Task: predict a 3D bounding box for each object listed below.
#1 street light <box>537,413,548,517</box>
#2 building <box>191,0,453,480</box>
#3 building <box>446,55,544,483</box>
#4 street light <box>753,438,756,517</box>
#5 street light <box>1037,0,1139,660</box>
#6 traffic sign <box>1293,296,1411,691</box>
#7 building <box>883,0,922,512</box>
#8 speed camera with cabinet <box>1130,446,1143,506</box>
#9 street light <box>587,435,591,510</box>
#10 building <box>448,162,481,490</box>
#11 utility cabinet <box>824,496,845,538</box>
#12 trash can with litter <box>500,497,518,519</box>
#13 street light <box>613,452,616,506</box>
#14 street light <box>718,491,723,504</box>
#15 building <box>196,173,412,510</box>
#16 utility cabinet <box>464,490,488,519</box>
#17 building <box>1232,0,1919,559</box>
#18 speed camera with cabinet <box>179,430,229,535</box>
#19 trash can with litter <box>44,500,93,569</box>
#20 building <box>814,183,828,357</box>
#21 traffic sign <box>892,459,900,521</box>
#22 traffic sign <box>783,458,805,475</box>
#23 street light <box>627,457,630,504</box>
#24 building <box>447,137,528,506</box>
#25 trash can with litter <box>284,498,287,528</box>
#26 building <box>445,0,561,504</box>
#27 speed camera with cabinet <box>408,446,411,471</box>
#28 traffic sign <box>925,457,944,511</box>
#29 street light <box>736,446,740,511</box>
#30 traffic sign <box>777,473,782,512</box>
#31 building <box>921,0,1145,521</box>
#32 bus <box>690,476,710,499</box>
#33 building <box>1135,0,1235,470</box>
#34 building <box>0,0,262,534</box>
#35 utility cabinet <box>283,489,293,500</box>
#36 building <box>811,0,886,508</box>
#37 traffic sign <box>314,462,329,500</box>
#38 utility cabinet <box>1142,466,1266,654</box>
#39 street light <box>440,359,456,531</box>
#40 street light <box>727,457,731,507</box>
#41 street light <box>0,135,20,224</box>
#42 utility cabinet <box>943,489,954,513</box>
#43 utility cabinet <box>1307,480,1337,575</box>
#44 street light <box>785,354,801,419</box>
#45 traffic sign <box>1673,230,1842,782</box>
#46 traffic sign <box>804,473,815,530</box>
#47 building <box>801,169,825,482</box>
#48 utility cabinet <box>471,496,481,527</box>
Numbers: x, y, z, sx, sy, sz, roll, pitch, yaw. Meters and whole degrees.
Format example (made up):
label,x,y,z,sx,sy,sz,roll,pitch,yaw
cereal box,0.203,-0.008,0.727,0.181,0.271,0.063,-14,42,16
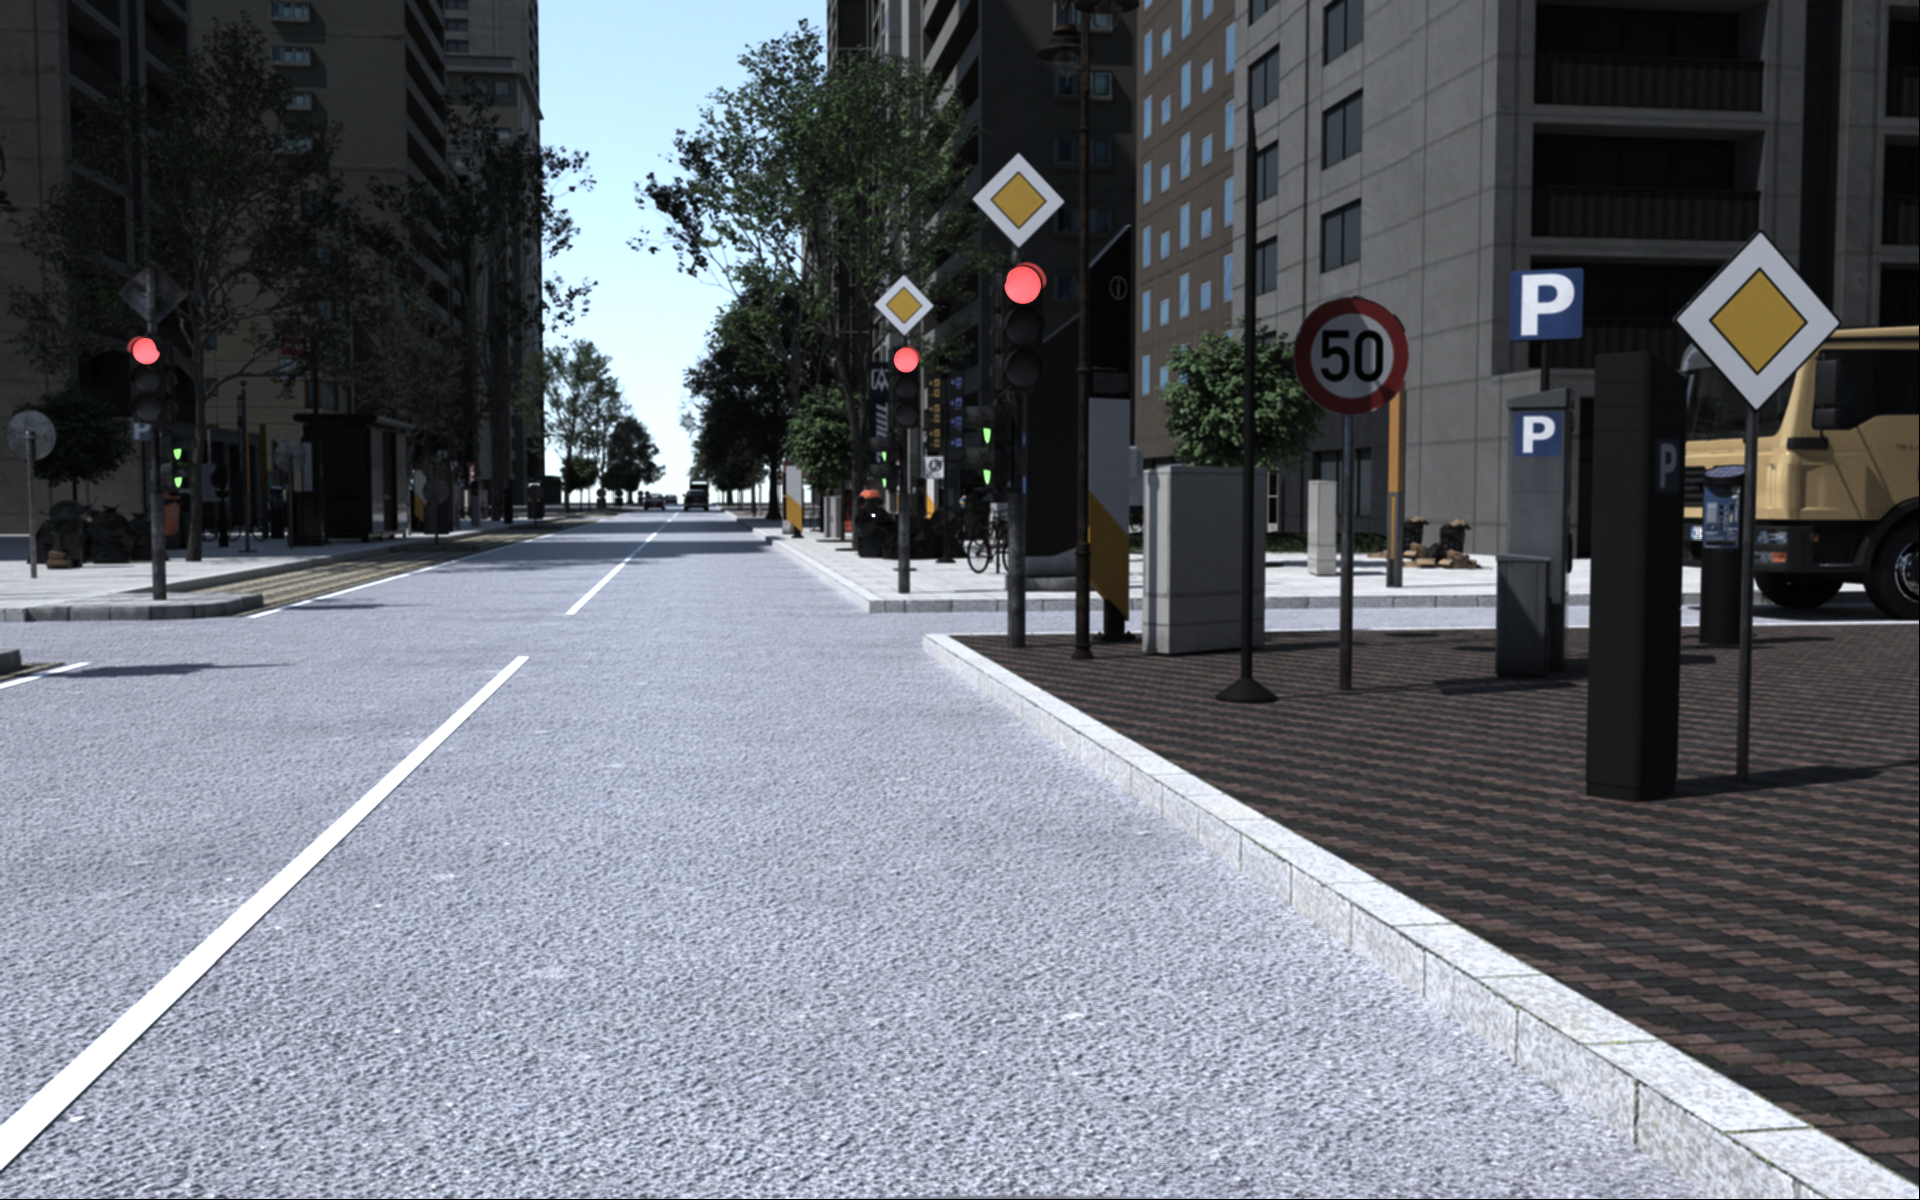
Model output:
label,x,y,z,sx,sy,sz,roll,pitch,yaw
street light,-23.405,-7.608,97.185,0.468,5.910,1.993,-1,4,-9
building,-50.928,-30.974,130.135,21.300,48.544,21.600,-1,4,-9
building,-66.357,-38.106,212.265,28.713,52.752,27.495,-1,4,-9
street light,-11.457,-7.555,96.307,0.468,5.910,1.993,-1,4,-9
street light,0.955,-2.479,13.321,0.468,5.910,1.993,-1,4,-9
traffic sign,2.520,-0.681,11.247,0.768,2.556,0.104,0,4,-3
building,4.961,-35.841,128.005,21.231,58.520,28.212,-1,4,-9
speed camera with cabinet,3.774,-2.411,33.753,2.038,3.252,0.660,-1,4,-20
street light,-29.114,-9.973,135.853,0.468,5.910,1.993,-1,4,-9
building,-49.654,-23.100,149.382,14.160,30.474,14.107,-1,4,-9
utility cabinet,-3.706,-2.432,50.925,0.306,1.237,1.020,-2,4,-25
trash can with litter,-24.218,-4.902,91.208,2.233,1.210,1.678,-1,4,-11
street light,-35.659,-12.598,178.758,0.468,5.910,1.993,-1,4,-9
street light,-35.339,-17.169,253.493,0.468,5.910,1.993,-1,4,-9
building,-50.244,-15.935,105.574,27.650,21.520,28.899,-1,4,-9
utility cabinet,-24.697,-4.876,88.403,0.318,1.500,1.173,3,5,41
building,20.025,-37.014,43.429,20.611,71.187,20.563,-1,4,-9
speed camera with cabinet,-23.305,-3.564,52.612,0.660,3.252,2.038,3,4,36
trash can with litter,-15.459,-1.138,30.000,0.624,1.170,1.055,-1,4,-15
building,-11.797,-32.981,222.833,14.154,41.232,14.086,-1,4,-9
traffic sign,-2.294,-3.656,59.889,0.768,2.556,0.104,0,4,-1
traffic sign,-5.120,-3.297,54.005,0.768,2.556,0.104,0,4,-1
street light,-41.526,-14.945,217.131,0.468,5.910,1.993,-1,4,-9
building,-56.192,-31.138,192.703,14.154,41.232,14.086,-1,4,-9
trash can with litter,-25.801,-3.346,66.096,1.055,1.170,0.624,0,4,3
building,-65.674,-48.811,236.315,20.563,71.187,20.611,-1,4,-9
speed camera with cabinet,-23.032,-4.780,72.492,0.660,3.252,2.038,0,4,-4
traffic sign,-0.672,-2.747,47.040,0.606,2.300,0.079,0,4,-6
street light,-16.966,-9.774,132.596,0.468,5.910,1.993,-1,4,-9
traffic sign,-9.941,-5.826,95.358,0.768,2.556,0.104,0,4,-8
building,9.916,-28.418,88.333,21.300,48.544,21.600,-1,4,-9
bus,-36.044,-15.177,239.688,2.896,3.916,12.252,0,4,-8
building,14.960,-25.256,63.047,14.600,45.320,14.200,-1,4,-9
building,-37.739,-38.159,62.155,20.563,71.187,20.611,-1,4,-9
utility cabinet,-31.673,-4.463,81.645,0.318,1.500,1.173,-2,4,-28
building,-6.909,-46.889,204.885,20.563,71.187,20.611,-1,4,-9
traffic sign,-19.696,-3.308,54.084,0.884,2.594,0.081,0,4,-8
utility cabinet,1.987,-0.331,14.095,1.173,1.500,0.318,-3,5,-41
street light,-17.522,-5.301,59.454,0.468,5.910,1.993,-1,4,-9
street light,-22.822,-12.142,171.308,0.468,5.910,1.993,-1,4,-9
street light,-11.817,-2.942,20.889,0.468,5.910,1.993,-1,4,-9
utility cabinet,-0.728,-4.214,77.575,0.318,1.500,1.173,-2,4,-32
utility cabinet,5.767,-1.154,27.541,0.318,1.500,1.173,0,4,4
street light,-5.512,-5.161,57.174,0.468,5.910,1.993,-1,4,-9
traffic sign,3.494,-0.397,7.670,0.795,2.450,0.064,0,4,-8
traffic sign,-5.135,-3.714,60.728,0.884,2.594,0.081,0,4,1
building,-8.188,-40.047,244.013,28.713,52.752,27.495,-1,4,-9
utility cabinet,-19.031,-3.487,68.174,0.306,1.237,1.020,-1,4,-12
